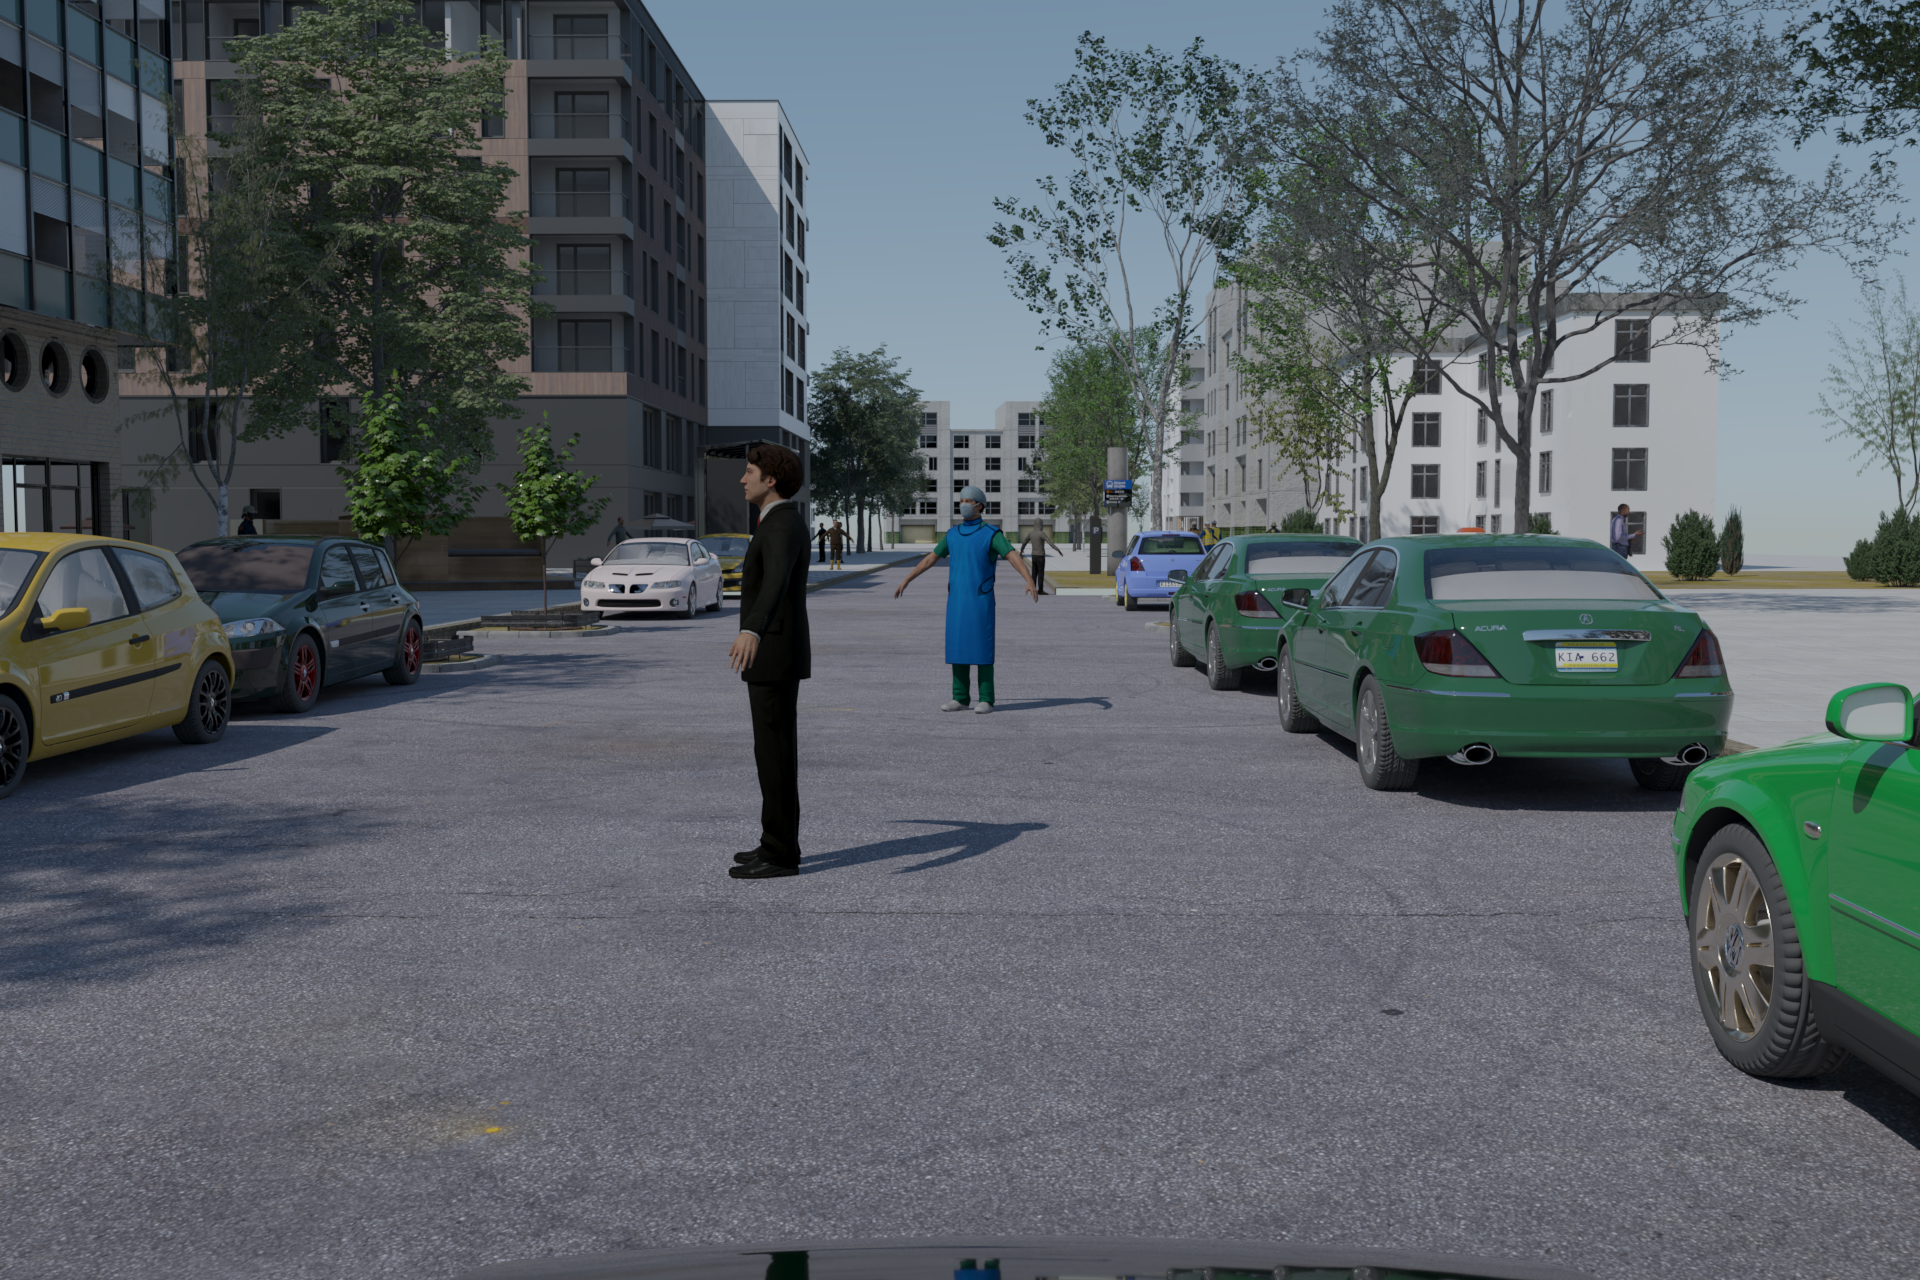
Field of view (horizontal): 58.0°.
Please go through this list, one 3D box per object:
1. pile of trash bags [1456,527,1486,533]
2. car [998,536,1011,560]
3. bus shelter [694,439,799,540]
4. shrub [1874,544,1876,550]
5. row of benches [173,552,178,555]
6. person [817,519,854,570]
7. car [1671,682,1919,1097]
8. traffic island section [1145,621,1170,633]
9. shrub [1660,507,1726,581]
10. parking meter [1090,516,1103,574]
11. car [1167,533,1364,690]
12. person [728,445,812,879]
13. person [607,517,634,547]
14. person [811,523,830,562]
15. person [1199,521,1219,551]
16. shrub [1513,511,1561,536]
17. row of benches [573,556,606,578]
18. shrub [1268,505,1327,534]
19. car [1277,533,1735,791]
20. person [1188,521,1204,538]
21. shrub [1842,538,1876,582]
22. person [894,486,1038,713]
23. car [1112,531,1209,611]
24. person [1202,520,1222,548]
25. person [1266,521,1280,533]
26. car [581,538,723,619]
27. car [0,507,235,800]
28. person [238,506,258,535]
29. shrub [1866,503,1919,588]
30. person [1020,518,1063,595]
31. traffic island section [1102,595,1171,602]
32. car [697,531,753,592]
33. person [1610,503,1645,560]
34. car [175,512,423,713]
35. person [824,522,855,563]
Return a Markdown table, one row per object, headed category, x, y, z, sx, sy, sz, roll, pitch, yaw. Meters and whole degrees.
| category | x | y | z | sx | sy | sz | roll | pitch | yaw |
| --- | --- | --- | --- | --- | --- | --- | --- | --- | --- |
| pile of trash bags | 6.547 | -0.693 | 21.081 | 1.912 | 1.369 | 3.447 | 0 | 4 | 2 |
| car | 1.919 | -5.446 | 98.628 | 1.945 | 1.707 | 3.694 | 0 | 4 | 1 |
| bus shelter | -5.575 | -3.347 | 46.000 | 1.731 | 3.624 | 6.357 | 0 | 4 | 3 |
| shrub | 29.323 | -2.690 | 55.099 | 1.383 | 1.207 | 1.383 | 0 | 3 | 0 |
| row of benches | -26.649 | -2.724 | 59.994 | 1.422 | 0.672 | 4.104 | -3 | 4 | -37 |
| person | -4.466 | -3.422 | 62.093 | 1.346 | 1.812 | 0.704 | 0 | 4 | -7 |
| car | 2.886 | 0.343 | 3.190 | 1.959 | 1.807 | 4.718 | 0 | 4 | 2 |
| traffic island section | 3.788 | -0.186 | 25.912 | 1.991 | 0.108 | 1.994 | 0 | 4 | 1 |
| shrub | 20.016 | -2.623 | 47.301 | 1.690 | 2.028 | 1.600 | 0 | 3 | 0 |
| parking meter | 4.340 | -3.029 | 55.235 | 0.399 | 1.863 | 0.255 | 0 | 4 | 0 |
| car | 3.210 | -0.336 | 17.296 | 2.131 | 1.459 | 4.920 | 0 | 4 | 0 |
| person | -0.816 | 0.079 | 7.347 | 0.705 | 1.806 | 1.347 | 0 | 4 | -4 |
| person | -10.228 | -2.819 | 52.368 | 0.705 | 1.796 | 1.348 | 2 | 4 | 33 |
| person | -6.288 | -4.423 | 78.542 | 0.704 | 1.802 | 1.346 | -3 | 5 | -42 |
| person | 9.301 | -3.558 | 64.630 | 1.216 | 1.772 | 0.721 | -3 | 5 | -42 |
| shrub | 18.320 | -3.104 | 55.162 | 1.690 | 2.028 | 1.600 | 0 | 3 | 0 |
| row of benches | -9.209 | -2.032 | 48.679 | 4.104 | 0.672 | 1.422 | 2 | 4 | 34 |
| shrub | 9.353 | -2.668 | 47.663 | 1.661 | 2.075 | 1.752 | 0 | 3 | 0 |
| car | 3.222 | 0.043 | 11.099 | 2.131 | 1.459 | 4.920 | 0 | 4 | 1 |
| person | 10.293 | -4.305 | 76.148 | 1.354 | 1.858 | 0.705 | -1 | 4 | -9 |
| shrub | 24.444 | -2.186 | 46.856 | 1.383 | 1.207 | 1.383 | 0 | 3 | 0 |
| person | 0.078 | -0.327 | 13.934 | 1.347 | 1.817 | 0.704 | 2 | 4 | 33 |
| car | 3.933 | -1.462 | 33.496 | 1.945 | 1.707 | 3.694 | 0 | 4 | 1 |
| person | 10.036 | -3.831 | 68.606 | 0.705 | 1.833 | 1.349 | 3 | 5 | 41 |
| person | 14.301 | -4.474 | 78.937 | 1.354 | 1.856 | 0.705 | 1 | 4 | 22 |
| car | -5.390 | -1.127 | 30.786 | 2.083 | 1.381 | 4.827 | 0 | 4 | 2 |
| car | -5.972 | -0.016 | 10.488 | 2.015 | 1.641 | 3.980 | 0 | 4 | 1 |
| person | -14.105 | -1.749 | 34.465 | 0.704 | 1.845 | 1.351 | 0 | 4 | -5 |
| shrub | 22.720 | -2.284 | 41.755 | 1.690 | 2.028 | 1.600 | 0 | 3 | 0 |
| person | 1.862 | -1.967 | 40.741 | 0.705 | 1.813 | 1.348 | -3 | 5 | -44 |
| traffic island section | 4.101 | -0.903 | 37.638 | 1.991 | 0.108 | 1.994 | 0 | 4 | 1 |
| car | -5.342 | -1.786 | 39.424 | 2.015 | 1.641 | 3.980 | 0 | 4 | 1 |
| person | 12.193 | -1.575 | 31.660 | 0.599 | 1.838 | 0.709 | 1 | 4 | 17 |
| car | -6.066 | -0.325 | 15.102 | 2.009 | 1.686 | 4.222 | 0 | 4 | 1 |
| person | -5.300 | -4.270 | 75.966 | 1.345 | 1.843 | 0.704 | -1 | 4 | -16 |
